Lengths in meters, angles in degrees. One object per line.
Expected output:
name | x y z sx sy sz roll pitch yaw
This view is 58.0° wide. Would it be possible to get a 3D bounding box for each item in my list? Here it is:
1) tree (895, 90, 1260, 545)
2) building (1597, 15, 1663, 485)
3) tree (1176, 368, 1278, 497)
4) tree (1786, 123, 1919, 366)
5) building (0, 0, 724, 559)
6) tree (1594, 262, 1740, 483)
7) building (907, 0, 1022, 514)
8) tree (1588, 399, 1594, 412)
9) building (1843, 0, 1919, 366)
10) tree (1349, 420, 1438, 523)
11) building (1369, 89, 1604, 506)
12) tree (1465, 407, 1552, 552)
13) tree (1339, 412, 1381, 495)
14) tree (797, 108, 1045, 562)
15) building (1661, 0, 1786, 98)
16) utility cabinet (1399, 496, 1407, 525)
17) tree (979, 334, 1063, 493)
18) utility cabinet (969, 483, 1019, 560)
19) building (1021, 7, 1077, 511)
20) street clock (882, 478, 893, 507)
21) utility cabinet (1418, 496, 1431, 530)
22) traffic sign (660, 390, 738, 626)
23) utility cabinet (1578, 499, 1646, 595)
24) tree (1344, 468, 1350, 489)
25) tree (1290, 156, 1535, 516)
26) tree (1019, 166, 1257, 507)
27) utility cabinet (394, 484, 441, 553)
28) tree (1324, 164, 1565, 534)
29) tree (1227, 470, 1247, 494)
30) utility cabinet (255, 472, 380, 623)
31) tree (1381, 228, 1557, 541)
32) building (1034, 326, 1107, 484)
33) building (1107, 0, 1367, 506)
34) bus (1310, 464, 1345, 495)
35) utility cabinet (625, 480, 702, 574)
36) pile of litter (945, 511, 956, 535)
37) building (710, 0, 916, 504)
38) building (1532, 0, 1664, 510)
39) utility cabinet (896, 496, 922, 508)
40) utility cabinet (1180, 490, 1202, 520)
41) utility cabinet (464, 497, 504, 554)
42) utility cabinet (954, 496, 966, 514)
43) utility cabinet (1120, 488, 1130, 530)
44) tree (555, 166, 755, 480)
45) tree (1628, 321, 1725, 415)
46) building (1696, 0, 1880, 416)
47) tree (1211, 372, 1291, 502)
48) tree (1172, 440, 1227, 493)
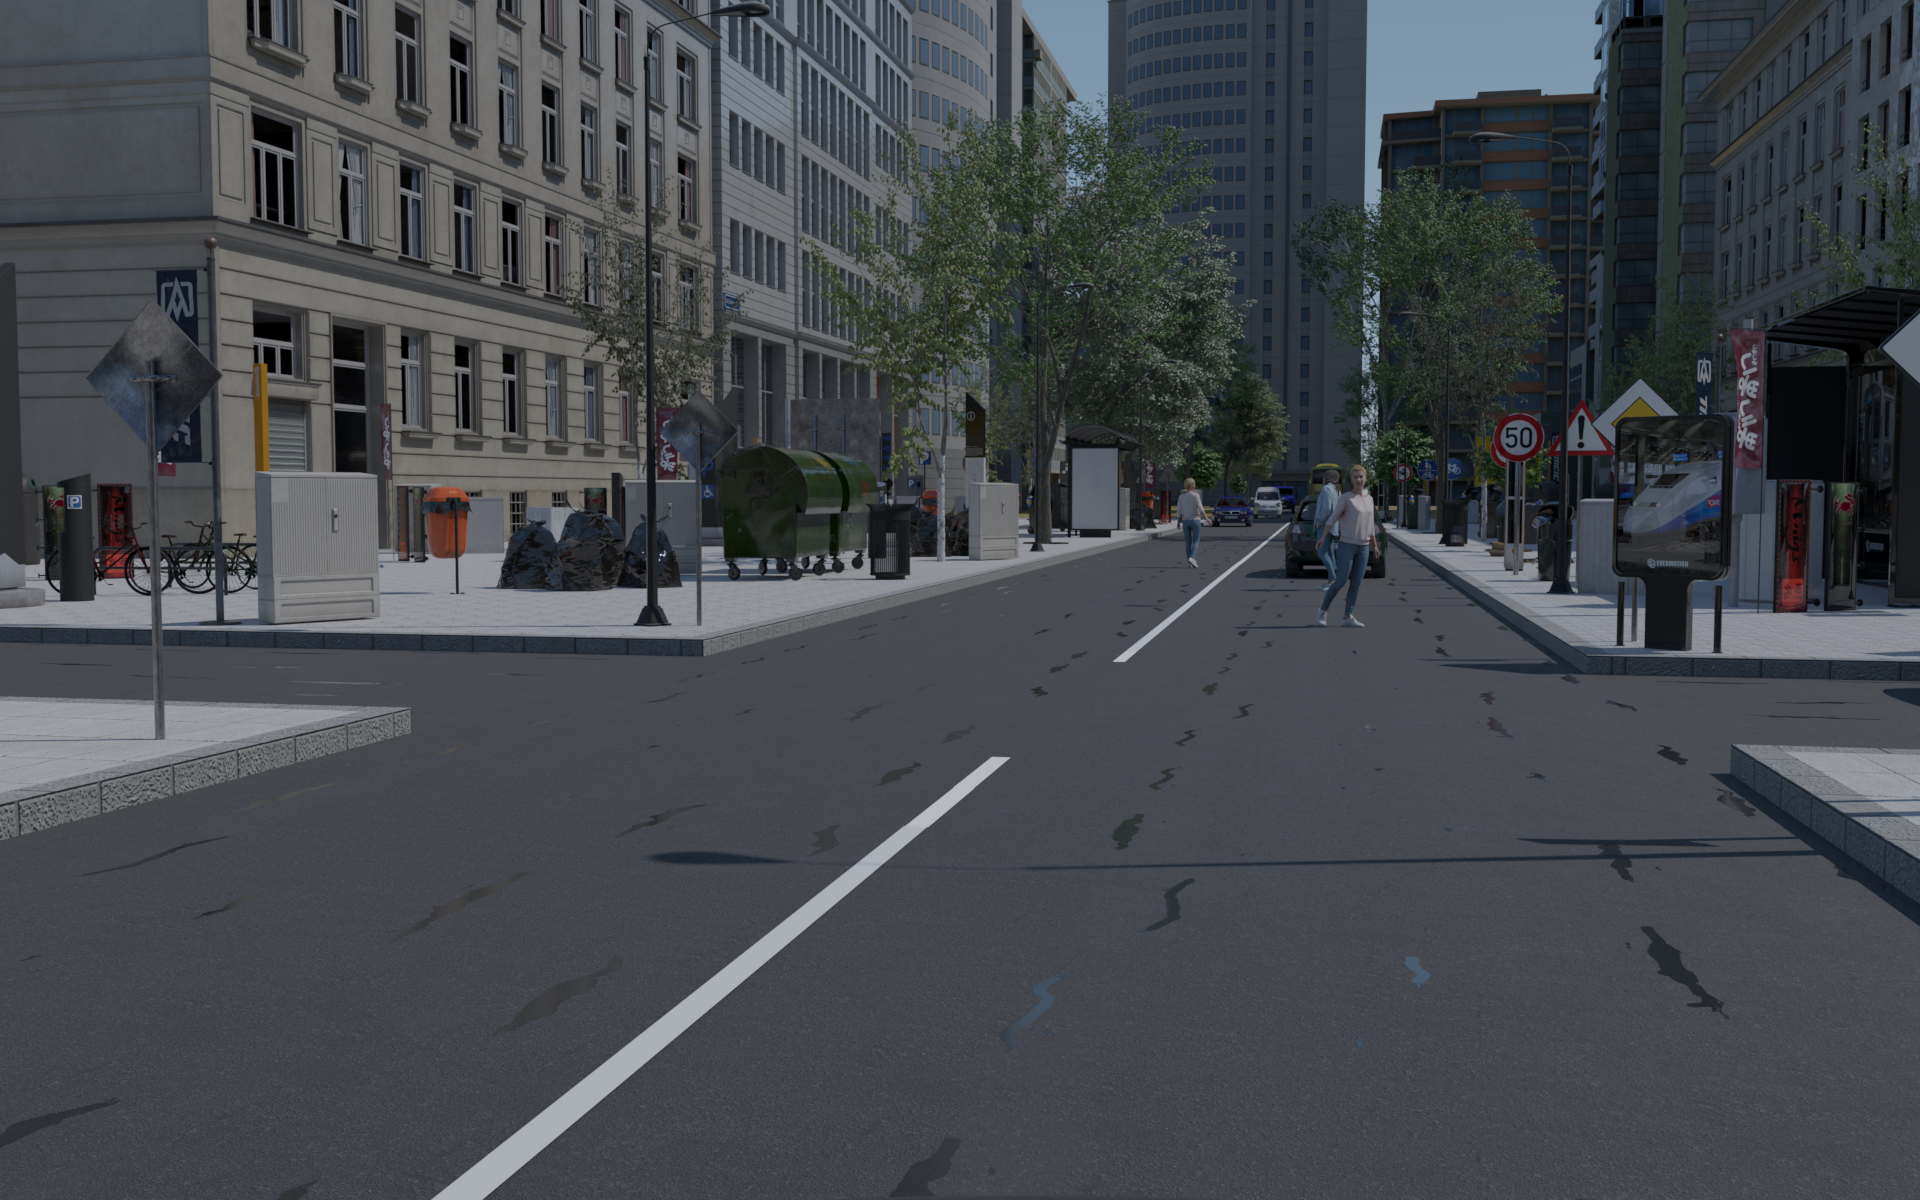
tree | 2.353 -7.251 44.303 9.928 11.665 9.643 0 3 0
building | 47.026 -20.535 107.447 14.160 30.474 14.107 1 4 12
tree | 18.380 -11.414 121.031 8.767 10.594 7.601 2 4 35
tree | 18.358 -5.073 33.300 4.737 8.622 4.395 0 3 0
building | -18.784 -13.193 48.986 16.112 22.955 30.059 1 4 12
tree | 23.009 -6.435 55.569 4.737 8.622 4.395 0 3 0
building | -8.852 -34.636 108.304 21.231 58.520 28.212 1 4 12
tree | 30.870 -7.834 78.442 4.737 8.622 4.395 0 3 0
building | 32.291 -11.771 47.202 10.420 20.320 16.860 1 4 12
tree | 19.430 -5.646 76.021 4.285 4.588 4.351 0 3 0
building | 59.156 -32.805 190.979 28.867 44.769 22.147 1 4 12
tree | 12.352 -2.684 38.492 1.663 3.219 1.824 0 3 0
tree | 35.473 -12.285 151.222 4.360 8.622 3.978 0 3 0
tree | -0.589 -5.033 32.660 4.737 8.622 4.395 0 3 0
building | 45.082 -25.049 93.149 14.154 41.232 14.086 1 4 12
utility cabinet | 18.508 -3.721 72.001 0.306 1.237 1.020 2 4 32
tree | 2.923 -7.768 77.369 4.360 8.622 3.978 0 3 0
utility cabinet | 0.672 -1.533 33.747 0.318 1.500 1.173 3 5 41
building | -3.795 -27.425 140.275 23.993 40.220 32.217 1 4 12
street clock | -3.243 -4.478 77.778 0.471 2.002 0.358 1 4 11
utility cabinet | 16.638 -3.112 62.041 0.306 1.237 1.020 2 4 24
traffic sign | -2.537 -0.805 16.811 0.795 2.450 0.064 1 4 12
utility cabinet | 8.471 -0.673 22.163 1.020 1.237 0.306 2 4 33
tree | 36.538 -10.673 158.213 4.285 4.588 4.351 0 3 0
tree | 25.354 -14.772 97.417 12.611 20.169 13.585 0 3 0
tree | 6.573 -9.782 66.591 9.857 13.997 8.962 0 3 0
utility cabinet | -11.788 -1.771 37.631 1.173 1.500 0.318 2 4 32
tree | 15.369 -7.942 55.612 9.928 11.665 9.643 0 3 0
tree | 22.613 -8.925 140.531 1.663 3.219 1.824 0 3 0
utility cabinet | -6.431 -0.533 17.391 0.318 1.500 1.173 3 4 38
tree | 14.178 -5.937 47.427 4.360 8.622 3.978 0 3 0
building | 3.381 -22.058 205.681 28.899 21.520 27.650 1 4 12
building | 31.144 -40.002 196.027 28.212 58.520 21.231 1 4 12
bus | 29.710 -9.093 140.219 2.896 3.916 12.252 1 4 12
utility cabinet | -4.675 -1.140 27.321 1.173 1.500 0.318 -1 4 -11
pile of litter | -0.440 -1.808 43.531 1.719 0.858 1.176 -2 4 -29
building | -10.808 -18.357 77.634 11.434 29.767 29.804 1 4 12
building | 55.671 -49.815 127.141 22.319 86.520 31.000 1 4 12
utility cabinet | -1.261 -2.302 48.795 1.020 1.237 0.306 1 4 13
utility cabinet | 11.398 -4.692 85.392 1.173 1.500 0.318 -2 4 -34
utility cabinet | -10.366 -1.602 37.348 1.020 1.237 0.306 -1 4 -16
utility cabinet | 0.315 -3.296 65.043 1.020 1.237 0.306 -2 4 -25
utility cabinet | 5.815 -3.227 61.443 0.318 1.500 1.173 1 4 12
tree | -7.141 -5.468 39.772 4.360 8.622 3.978 0 3 0
tree | 30.098 -7.474 72.564 4.360 8.622 3.978 0 3 0
building | 40.937 -14.431 69.236 16.112 22.955 30.059 1 4 12
tree | 27.274 -14.887 161.526 7.486 12.596 7.792 0 3 0
tree | 14.574 -7.412 104.893 4.285 4.588 4.351 0 3 0
